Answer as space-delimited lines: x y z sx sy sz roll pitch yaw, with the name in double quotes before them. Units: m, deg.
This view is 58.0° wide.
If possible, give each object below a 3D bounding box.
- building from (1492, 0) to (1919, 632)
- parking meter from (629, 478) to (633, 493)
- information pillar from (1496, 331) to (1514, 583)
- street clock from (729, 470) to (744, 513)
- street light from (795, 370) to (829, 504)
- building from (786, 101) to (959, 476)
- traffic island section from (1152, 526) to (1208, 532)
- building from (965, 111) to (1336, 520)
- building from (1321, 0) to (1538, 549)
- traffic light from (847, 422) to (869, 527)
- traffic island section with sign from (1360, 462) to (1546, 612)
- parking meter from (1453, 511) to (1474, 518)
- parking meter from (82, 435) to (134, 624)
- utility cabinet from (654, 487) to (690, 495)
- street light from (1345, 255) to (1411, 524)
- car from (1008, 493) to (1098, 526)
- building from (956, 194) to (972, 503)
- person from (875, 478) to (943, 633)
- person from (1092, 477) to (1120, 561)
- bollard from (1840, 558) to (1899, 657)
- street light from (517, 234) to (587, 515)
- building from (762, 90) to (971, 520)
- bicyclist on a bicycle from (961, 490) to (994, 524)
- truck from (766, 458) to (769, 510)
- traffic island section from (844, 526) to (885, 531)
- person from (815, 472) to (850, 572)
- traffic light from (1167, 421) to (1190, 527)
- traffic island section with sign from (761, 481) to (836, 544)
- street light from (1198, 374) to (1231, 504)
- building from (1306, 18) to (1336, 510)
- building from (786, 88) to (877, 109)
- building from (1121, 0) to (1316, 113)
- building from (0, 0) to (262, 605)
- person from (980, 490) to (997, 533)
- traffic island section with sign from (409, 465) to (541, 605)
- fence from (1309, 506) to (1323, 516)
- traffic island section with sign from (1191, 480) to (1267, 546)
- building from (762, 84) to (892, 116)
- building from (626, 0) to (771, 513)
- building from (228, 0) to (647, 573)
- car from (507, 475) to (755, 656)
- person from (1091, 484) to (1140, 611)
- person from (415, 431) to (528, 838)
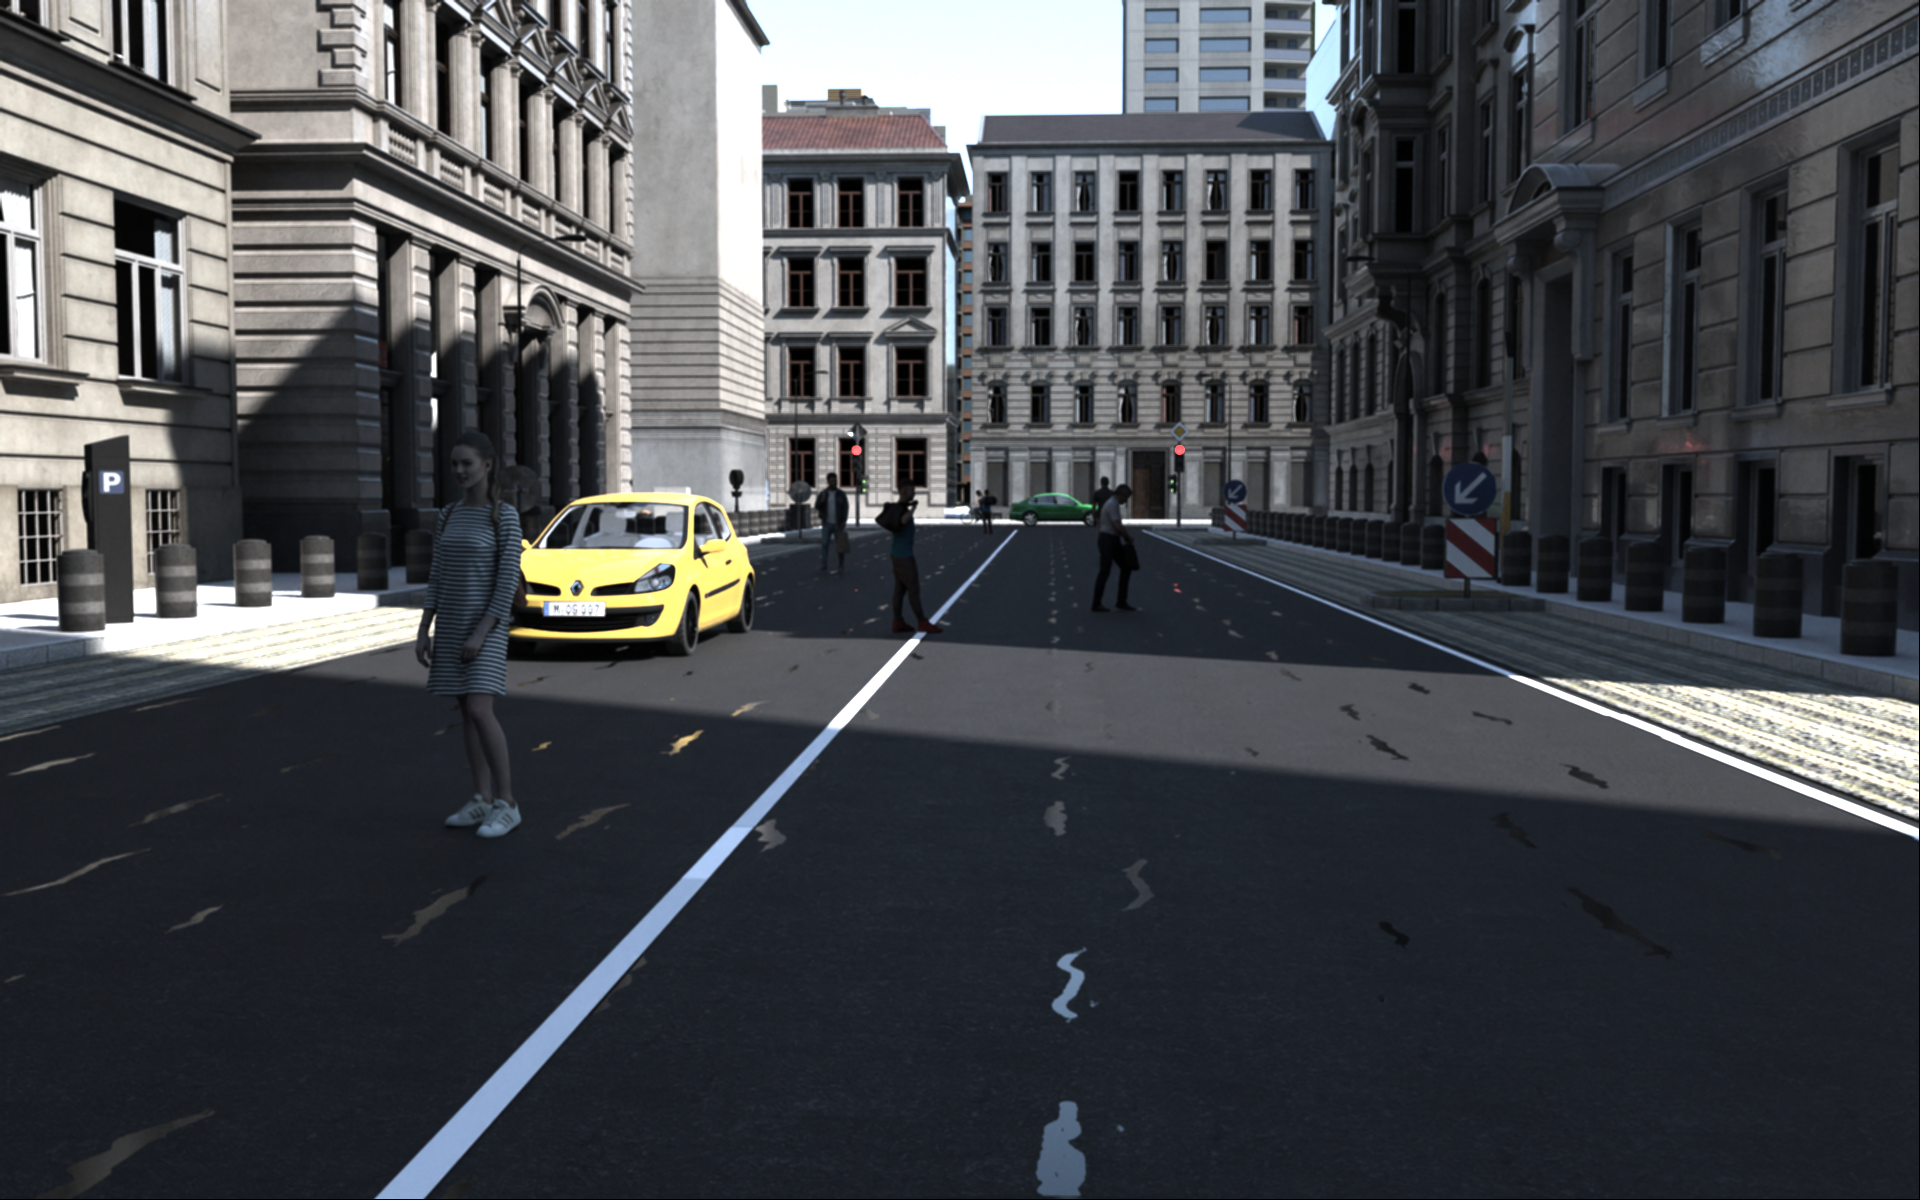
"building" 15.313 -14.250 18.891 13.634 28.700 20.117 0 4 3
"parking meter" -9.999 -2.838 52.113 0.255 1.863 0.399 0 4 -1
"information pillar" 7.834 -2.047 24.817 0.183 3.616 0.504 1 4 12
"street clock" -6.648 -2.875 51.581 0.358 2.002 0.471 -3 4 -38
"street light" -5.624 -5.668 65.215 1.470 5.913 1.316 0 4 3
"building" -15.599 -36.385 214.504 30.456 49.044 23.786 0 4 3
"traffic island section" 8.496 -2.742 67.119 2.009 0.180 2.903 0 4 3
"building" 9.626 -14.747 90.262 18.267 20.994 9.793 0 4 3
"building" 18.095 -13.954 47.233 14.460 24.649 34.723 0 4 3
"traffic light" -3.989 -4.814 67.635 0.839 4.253 0.868 0 4 3
"traffic island section with sign" 6.166 -0.815 21.958 1.989 1.847 2.006 0 4 3
"parking meter" 8.280 -1.223 28.409 0.372 1.533 0.369 0 3 0
"parking meter" -8.440 -0.699 17.148 0.399 1.863 0.255 -3 5 -41
"utility cabinet" -9.503 -2.969 57.227 1.173 1.500 0.318 1 4 15
"street light" 8.179 -3.746 33.791 1.470 5.913 1.316 0 4 3
"car" 4.508 -4.230 77.962 4.718 1.807 1.959 0 4 1
"building" 3.386 -36.757 255.606 28.867 44.769 22.147 0 4 3
"person" -0.532 -0.461 17.908 0.662 1.594 0.647 -1 4 -17
"person" 3.150 -1.749 37.229 0.598 1.807 0.434 1 4 18
"bollard" 7.265 0.054 13.840 0.404 0.777 0.398 0 3 0
"street light" -7.371 -3.586 31.164 1.470 5.913 1.316 0 4 3
"building" -10.239 -15.650 92.028 21.152 22.565 11.583 0 4 3
"bicyclist on a bicycle" 0.823 -4.427 82.403 1.625 1.676 1.499 0 4 2
"truck" -17.358 -5.388 77.851 18.799 4.110 2.967 0 4 4
"traffic island section" -4.028 -2.782 67.771 2.009 0.180 2.903 0 4 3
"person" -2.277 -1.411 31.557 0.794 1.824 0.713 1 4 22
"traffic light" 8.457 -4.776 67.007 0.839 4.253 0.868 0 4 3
"traffic island section with sign" -4.617 -2.529 49.978 1.989 1.847 2.006 0 4 3
"street light" 9.876 -5.772 66.921 1.470 5.913 1.316 0 4 3
"building" 28.732 -16.622 89.786 19.932 24.808 12.078 0 4 3
"building" -25.391 -43.620 255.186 28.212 58.520 21.231 0 4 3
"building" 28.520 -39.845 193.470 21.231 58.520 28.212 0 4 3
"building" -18.794 -10.908 11.637 16.112 22.955 30.059 0 4 3
"person" 1.052 -3.235 63.257 0.647 1.594 0.662 0 4 3
"traffic island section with sign" -6.019 -0.883 23.060 1.989 1.847 2.006 0 4 3
"fence" 17.240 -4.198 84.006 0.278 0.683 2.069 0 4 -7
"traffic island section with sign" 7.570 -2.462 48.877 1.989 1.847 2.006 0 4 3
"building" -17.946 -29.157 168.605 32.217 40.220 23.993 0 4 3
"building" -16.604 -13.041 62.367 18.267 20.994 9.793 0 4 3
"building" -14.012 -12.723 36.906 11.050 23.489 19.941 0 4 3
"car" -3.118 -0.389 16.584 2.015 1.641 3.980 0 4 4
"person" 1.913 -0.646 21.271 0.590 1.554 0.614 0 4 7
"person" -2.086 0.123 7.487 0.512 1.701 0.522 2 4 23
